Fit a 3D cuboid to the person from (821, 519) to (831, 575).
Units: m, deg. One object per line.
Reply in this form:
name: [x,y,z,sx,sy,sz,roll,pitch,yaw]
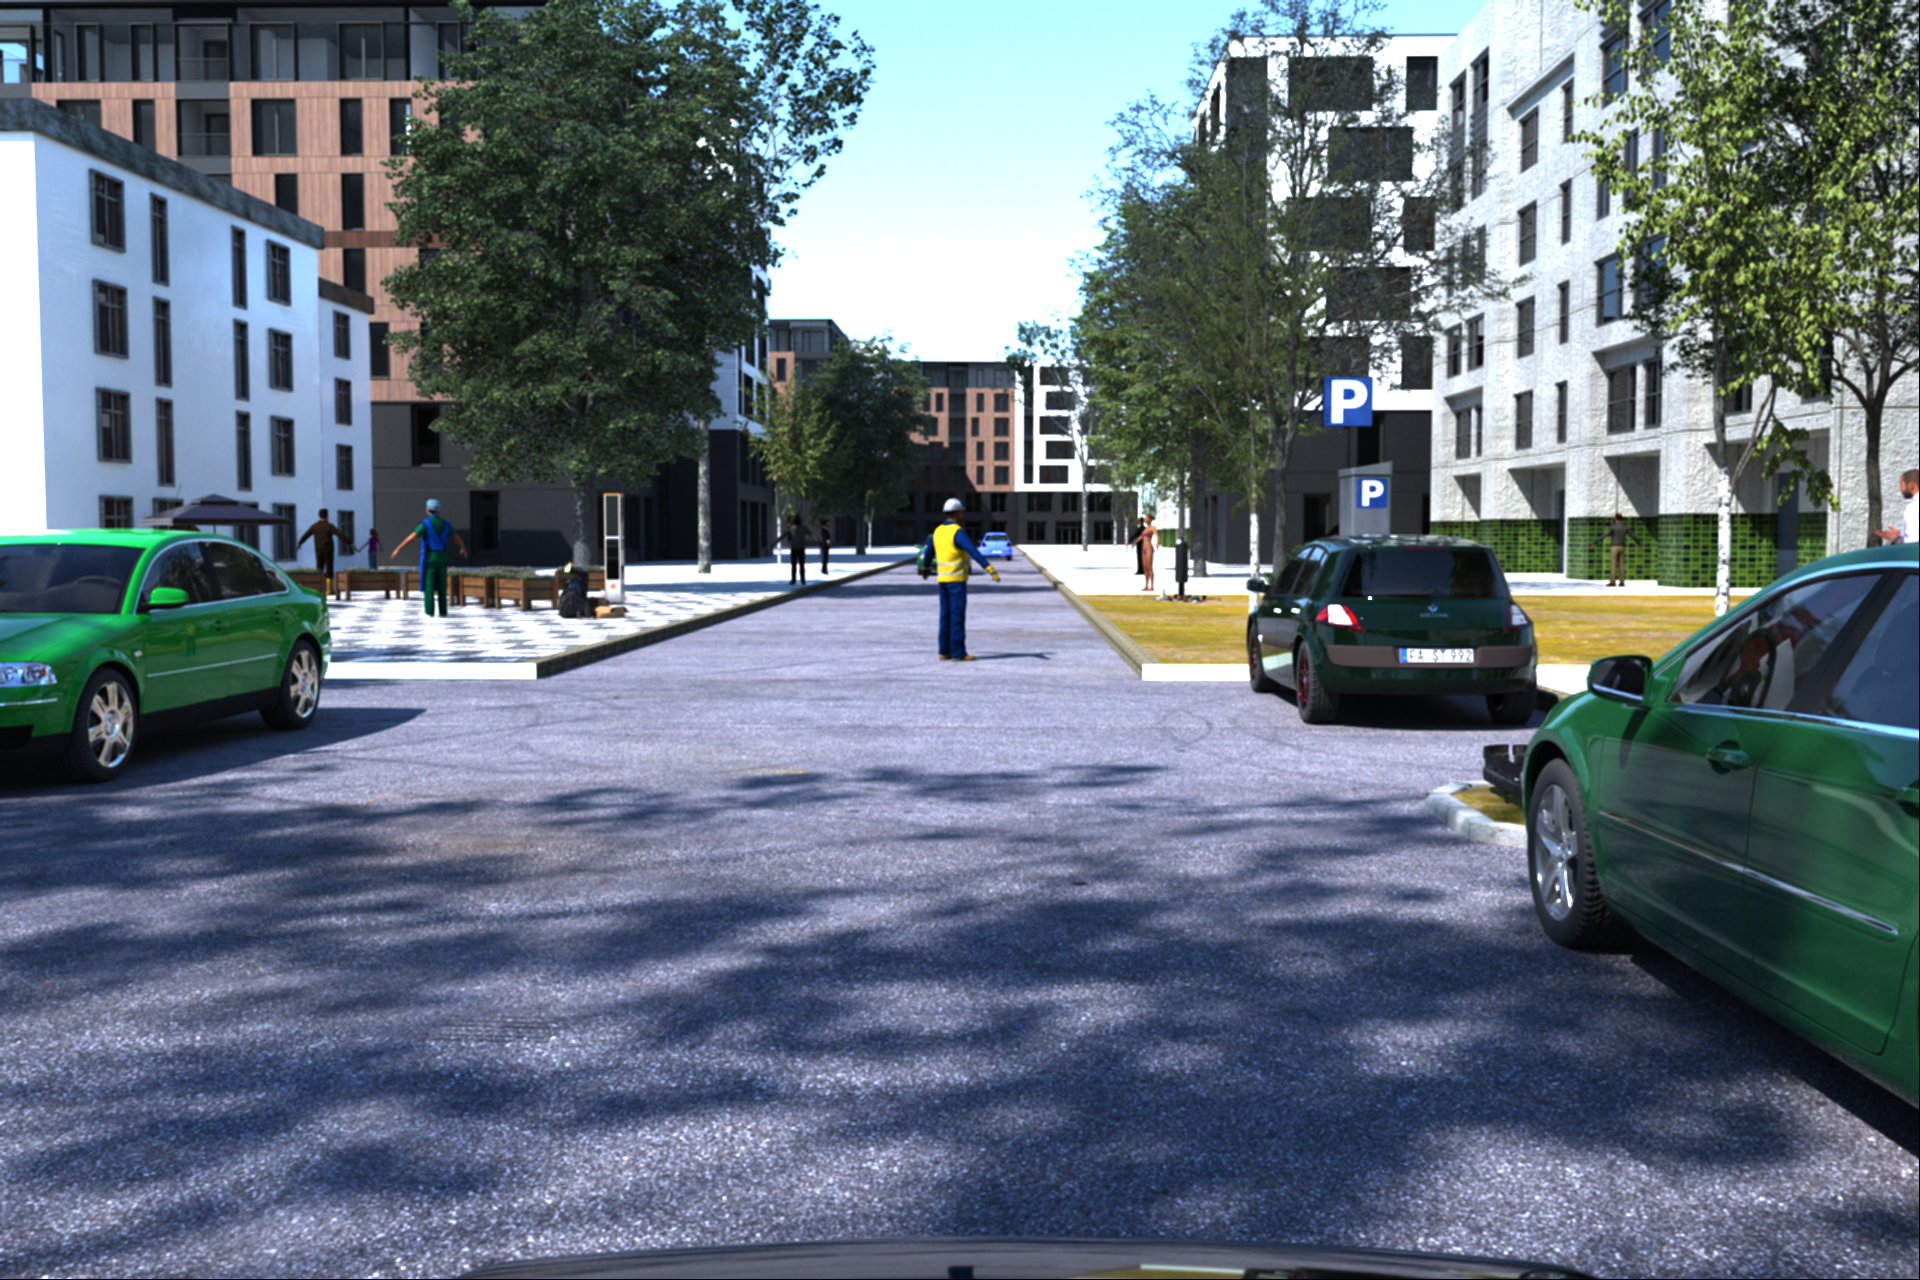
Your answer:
person: [-4.140,-2.905,54.217,0.721,1.740,1.216,0,4,-8]

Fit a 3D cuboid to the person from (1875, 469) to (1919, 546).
person: [8.179,-0.558,15.038,0.709,1.838,0.599,-3,4,-36]

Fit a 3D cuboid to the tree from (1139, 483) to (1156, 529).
tree: [23.994,-15.834,209.241,4.360,8.622,3.978,0,3,0]

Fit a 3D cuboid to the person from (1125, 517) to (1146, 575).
person: [5.675,-2.951,54.467,0.704,1.802,1.346,3,5,41]

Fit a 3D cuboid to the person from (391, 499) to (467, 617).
person: [-8.141,-1.261,26.750,0.704,1.817,1.347,3,4,38]

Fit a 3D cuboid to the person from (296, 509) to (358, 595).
person: [-13.289,-1.842,36.258,1.346,1.812,0.704,0,4,5]

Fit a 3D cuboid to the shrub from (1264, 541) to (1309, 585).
shrub: [4.428,-0.685,22.321,1.383,1.207,1.383,0,3,0]

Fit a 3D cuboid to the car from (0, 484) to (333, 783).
car: [-5.737,-0.159,11.388,1.959,1.807,4.718,0,4,2]

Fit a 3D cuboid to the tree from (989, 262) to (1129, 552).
tree: [8.414,-16.273,121.948,12.611,20.169,13.585,0,3,0]

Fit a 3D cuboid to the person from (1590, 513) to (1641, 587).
person: [16.077,-2.208,42.370,1.348,1.796,0.705,-1,4,-9]

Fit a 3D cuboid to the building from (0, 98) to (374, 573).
building: [-21.934,-6.454,47.670,9.099,9.664,28.070,0,4,2]

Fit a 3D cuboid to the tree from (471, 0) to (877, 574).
tree: [-9.541,-12.247,56.128,12.611,20.169,13.585,0,3,0]

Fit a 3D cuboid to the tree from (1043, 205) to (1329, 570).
tree: [8.006,-9.245,61.522,12.009,13.543,11.850,0,3,0]

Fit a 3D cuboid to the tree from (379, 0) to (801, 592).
tree: [-8.444,-8.051,38.296,9.857,13.997,8.962,0,3,0]

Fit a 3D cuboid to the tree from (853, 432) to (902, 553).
tree: [-5.978,-10.249,117.931,4.737,8.622,4.395,0,3,0]

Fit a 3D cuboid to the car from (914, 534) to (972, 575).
car: [-0.527,-3.054,61.734,2.131,1.459,4.920,0,4,2]

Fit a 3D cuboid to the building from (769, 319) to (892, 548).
building: [-22.177,-20.615,181.034,27.936,21.610,32.646,0,4,2]

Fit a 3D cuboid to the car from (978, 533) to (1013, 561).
car: [1.930,-5.136,93.556,1.945,1.707,3.694,0,3,0]

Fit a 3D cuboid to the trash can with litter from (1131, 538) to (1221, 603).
trash can with litter: [4.196,-1.359,33.274,1.678,1.210,2.233,0,4,1]

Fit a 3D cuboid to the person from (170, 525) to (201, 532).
person: [-16.883,-1.949,37.627,1.354,1.858,0.705,0,4,3]

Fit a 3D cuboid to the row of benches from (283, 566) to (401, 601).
row of benches: [-12.746,-1.064,32.865,4.104,0.672,1.422,-3,4,-39]

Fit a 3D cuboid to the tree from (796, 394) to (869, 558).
tree: [-7.579,-8.662,91.989,4.360,8.622,3.978,0,3,0]

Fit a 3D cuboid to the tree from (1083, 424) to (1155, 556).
tree: [8.797,-9.183,100.507,4.360,8.622,3.978,0,3,0]

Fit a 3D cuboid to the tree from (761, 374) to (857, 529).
tree: [-7.154,-7.908,79.663,4.737,8.622,4.395,0,3,0]

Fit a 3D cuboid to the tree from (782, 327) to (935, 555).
tree: [-6.249,-12.248,106.912,9.857,13.997,8.962,0,3,0]

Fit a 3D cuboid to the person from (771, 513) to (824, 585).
person: [-4.123,-2.318,44.020,1.348,1.813,0.705,0,4,3]

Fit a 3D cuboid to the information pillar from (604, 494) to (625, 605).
information pillar: [-6.286,-1.652,31.505,0.304,2.012,0.304,0,4,2]

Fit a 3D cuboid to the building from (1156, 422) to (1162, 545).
building: [30.398,-19.319,182.324,16.747,18.905,31.486,0,4,2]

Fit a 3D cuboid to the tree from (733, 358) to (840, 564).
tree: [-7.425,-7.516,73.249,4.737,8.622,4.395,0,3,0]

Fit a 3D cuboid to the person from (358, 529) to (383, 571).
person: [-16.487,-2.400,48.501,0.599,1.433,0.991,1,4,20]

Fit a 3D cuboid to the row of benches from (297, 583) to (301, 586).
row of benches: [-10.652,-0.425,22.414,4.104,0.672,1.422,-1,4,-20]

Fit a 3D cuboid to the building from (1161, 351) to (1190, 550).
building: [27.234,-17.354,150.189,16.747,18.905,31.486,0,4,2]

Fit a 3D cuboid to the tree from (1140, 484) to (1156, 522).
tree: [24.902,-16.159,214.561,4.360,8.622,3.978,0,3,0]

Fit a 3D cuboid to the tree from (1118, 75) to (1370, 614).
tree: [4.928,-4.710,27.372,4.360,8.622,3.978,0,3,0]

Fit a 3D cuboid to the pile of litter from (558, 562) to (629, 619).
pile of litter: [-5.722,-0.789,26.873,1.176,0.858,1.719,0,4,3]

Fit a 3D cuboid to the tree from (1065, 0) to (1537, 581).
tree: [7.079,-7.777,37.522,12.009,13.543,11.850,0,3,0]

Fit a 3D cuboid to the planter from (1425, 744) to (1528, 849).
planter: [3.392,0.769,8.560,1.991,0.319,1.994,0,4,2]

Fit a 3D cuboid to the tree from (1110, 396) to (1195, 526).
tree: [7.631,-7.447,72.121,4.360,8.622,3.978,0,3,0]

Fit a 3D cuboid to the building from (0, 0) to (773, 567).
building: [-24.907,-14.610,82.848,27.936,21.610,32.646,0,4,1]

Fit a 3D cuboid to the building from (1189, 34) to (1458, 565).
building: [25.351,-14.883,87.309,27.936,21.610,32.646,0,4,1]

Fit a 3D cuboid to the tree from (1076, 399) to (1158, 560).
tree: [8.428,-8.256,85.345,4.360,8.622,3.978,0,3,0]

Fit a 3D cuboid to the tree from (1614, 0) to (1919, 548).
tree: [13.714,-5.621,26.316,7.601,10.594,8.767,0,4,7]

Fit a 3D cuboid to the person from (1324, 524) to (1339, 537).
person: [8.945,-2.082,40.228,1.347,1.806,0.705,1,4,11]

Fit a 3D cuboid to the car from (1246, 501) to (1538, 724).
car: [3.471,-0.285,14.454,2.009,1.686,4.222,0,4,1]

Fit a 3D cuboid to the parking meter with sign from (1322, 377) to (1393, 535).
parking meter with sign: [4.302,-1.360,18.504,0.543,3.016,1.738,0,4,0]

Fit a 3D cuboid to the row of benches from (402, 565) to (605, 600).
row of benches: [-8.849,-1.147,34.224,4.104,0.672,1.422,-1,4,-14]

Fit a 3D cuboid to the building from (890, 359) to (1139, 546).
building: [3.712,-22.489,214.127,32.646,21.610,27.936,0,4,-3]

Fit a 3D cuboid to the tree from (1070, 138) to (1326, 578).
tree: [6.893,-8.068,50.032,7.486,12.596,7.792,0,3,0]

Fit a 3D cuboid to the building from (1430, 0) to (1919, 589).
building: [25.674,-11.142,48.636,16.747,18.905,31.486,0,4,1]

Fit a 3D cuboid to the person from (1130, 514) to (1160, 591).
person: [4.158,-1.960,38.847,0.721,1.733,1.217,-1,4,-23]

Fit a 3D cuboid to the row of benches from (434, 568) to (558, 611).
row of benches: [-8.312,-0.918,30.467,1.422,0.672,4.104,-3,5,-39]

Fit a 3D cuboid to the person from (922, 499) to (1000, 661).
person: [-0.054,-0.687,19.658,0.705,1.833,1.349,-3,4,-38]

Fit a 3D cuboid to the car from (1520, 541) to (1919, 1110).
car: [2.940,0.441,4.591,2.131,1.459,4.920,0,4,1]

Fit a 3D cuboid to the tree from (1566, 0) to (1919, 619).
tree: [8.870,-4.221,19.368,4.737,8.622,4.395,0,3,0]
